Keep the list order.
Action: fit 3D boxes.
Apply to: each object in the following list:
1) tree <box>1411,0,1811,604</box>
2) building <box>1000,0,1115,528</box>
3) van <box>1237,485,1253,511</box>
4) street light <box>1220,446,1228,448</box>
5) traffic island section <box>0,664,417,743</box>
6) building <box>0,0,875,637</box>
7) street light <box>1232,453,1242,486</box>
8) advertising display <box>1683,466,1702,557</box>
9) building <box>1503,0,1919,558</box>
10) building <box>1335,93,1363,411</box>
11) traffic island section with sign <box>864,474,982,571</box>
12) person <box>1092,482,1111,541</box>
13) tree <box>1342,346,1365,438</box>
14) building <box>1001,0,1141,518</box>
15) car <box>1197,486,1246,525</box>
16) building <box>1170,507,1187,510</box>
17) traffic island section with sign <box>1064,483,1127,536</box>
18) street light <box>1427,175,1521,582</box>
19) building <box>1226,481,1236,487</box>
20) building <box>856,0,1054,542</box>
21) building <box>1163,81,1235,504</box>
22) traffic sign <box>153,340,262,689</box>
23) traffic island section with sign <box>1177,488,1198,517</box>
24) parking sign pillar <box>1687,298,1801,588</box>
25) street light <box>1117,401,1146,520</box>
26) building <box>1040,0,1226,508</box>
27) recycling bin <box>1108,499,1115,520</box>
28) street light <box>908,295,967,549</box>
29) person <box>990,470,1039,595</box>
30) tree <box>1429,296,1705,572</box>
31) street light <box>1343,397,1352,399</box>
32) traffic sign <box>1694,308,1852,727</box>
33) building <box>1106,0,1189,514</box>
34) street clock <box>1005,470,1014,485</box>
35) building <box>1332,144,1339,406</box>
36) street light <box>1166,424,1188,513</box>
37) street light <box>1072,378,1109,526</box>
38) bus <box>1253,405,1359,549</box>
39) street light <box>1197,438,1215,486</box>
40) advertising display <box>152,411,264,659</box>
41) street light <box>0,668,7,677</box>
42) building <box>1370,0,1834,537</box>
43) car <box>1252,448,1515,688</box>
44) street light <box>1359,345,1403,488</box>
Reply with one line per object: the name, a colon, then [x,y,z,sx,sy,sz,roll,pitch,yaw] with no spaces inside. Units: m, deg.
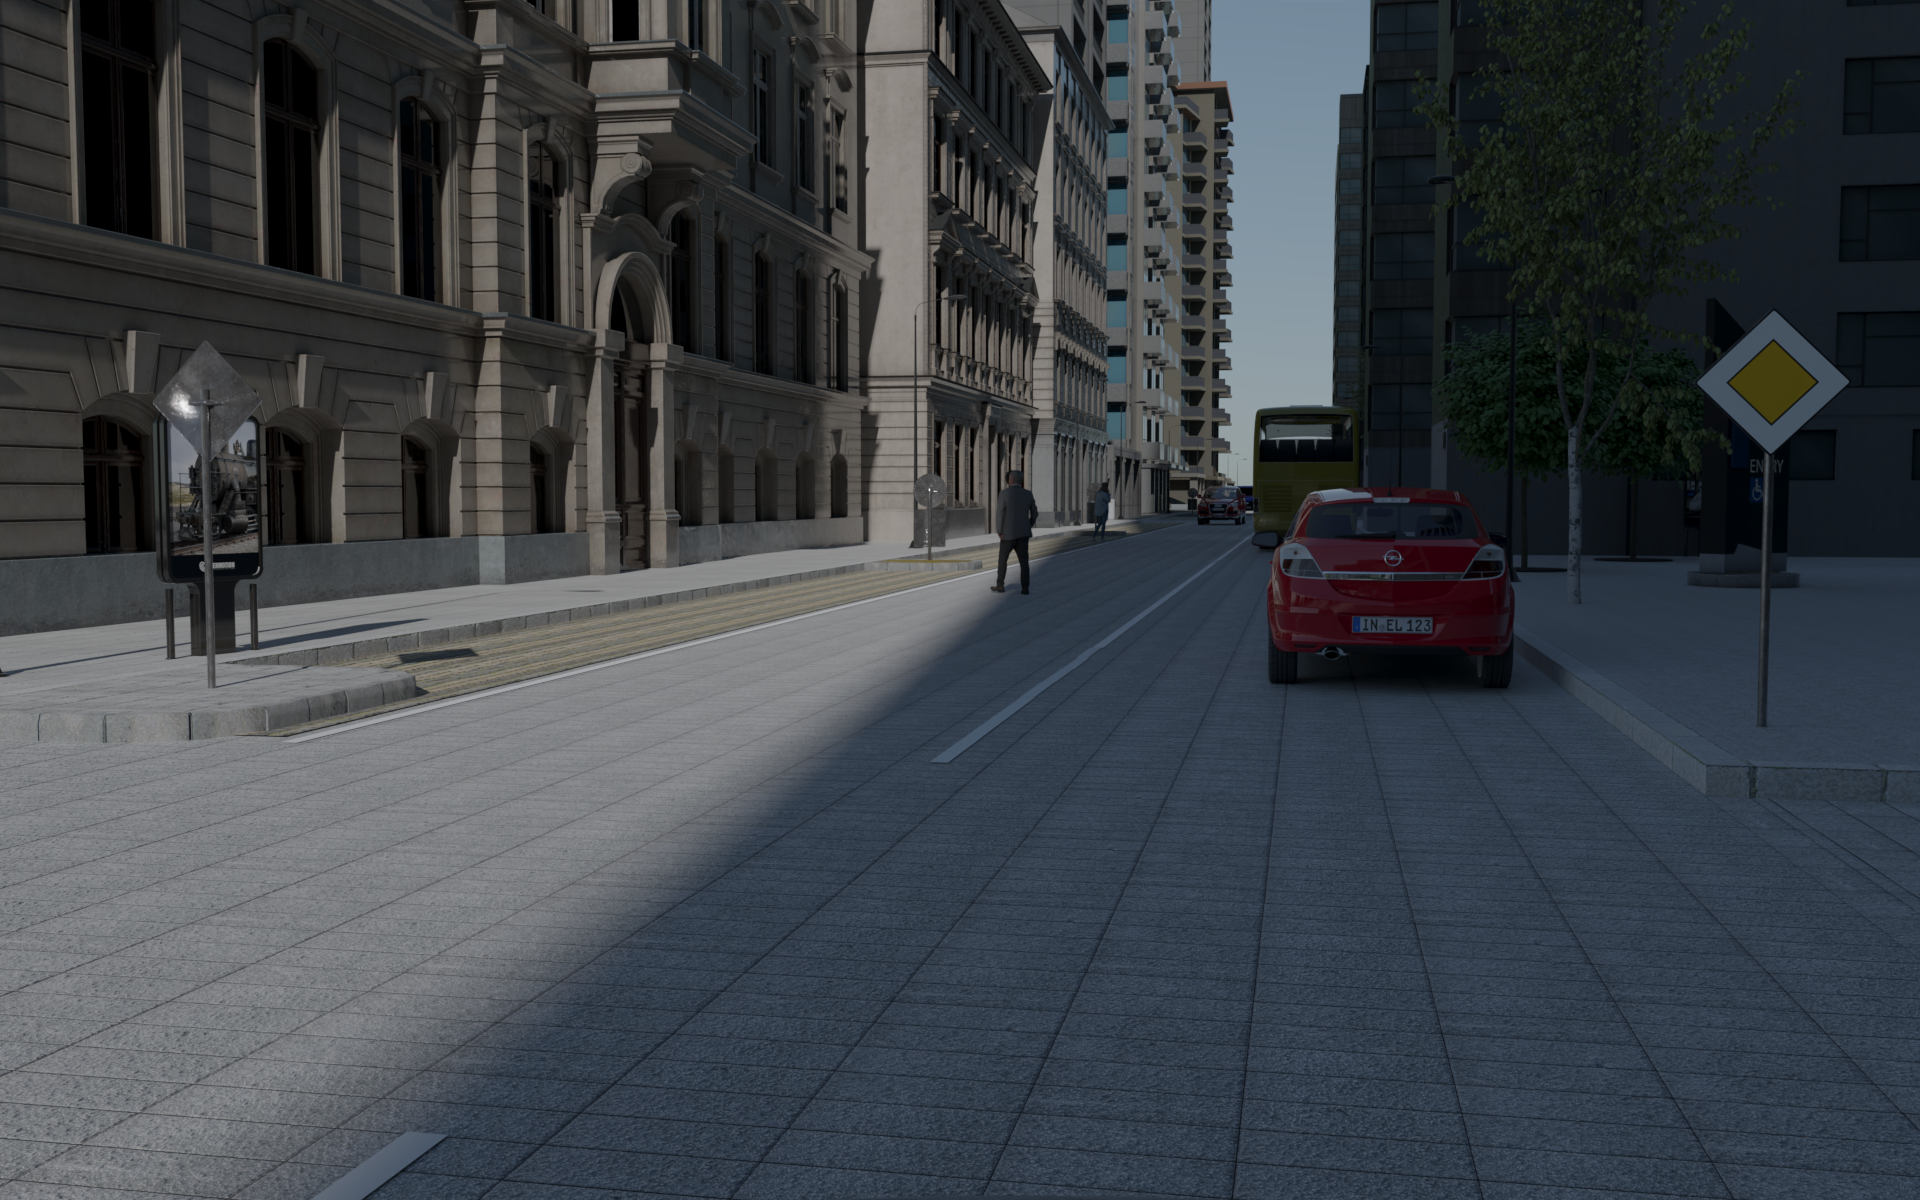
tree: [7.155,-4.246,19.786,4.737,8.622,4.395,0,3,0]
building: [0.710,-13.754,74.023,9.793,20.994,18.267,1,4,11]
van: [19.922,-7.028,119.291,2.240,2.365,5.245,1,4,12]
street light: [25.415,-12.016,169.005,1.470,5.913,1.316,1,4,11]
traffic island section: [-4.963,0.663,11.442,2.009,0.180,2.903,1,4,11]
building: [-10.936,-12.854,29.248,14.460,24.649,34.723,1,4,11]
street light: [31.238,-13.811,198.351,1.470,5.913,1.316,1,4,11]
advertising display: [15.293,-1.843,35.351,0.974,1.923,0.123,1,4,10]
building: [18.510,-16.477,41.100,14.160,30.474,14.107,1,4,11]
building: [46.107,-30.309,179.140,14.154,41.232,14.086,1,4,11]
traffic island section with sign: [-0.632,-1.485,32.914,1.989,1.847,2.006,1,4,11]
person: [4.272,-2.668,52.381,0.793,1.790,0.793,2,4,29]
tree: [19.760,-7.875,79.119,4.360,8.622,3.978,0,3,0]
building: [-0.331,-40.245,96.265,20.563,71.187,20.611,1,4,11]
car: [12.388,-4.471,81.773,2.281,1.827,5.304,1,4,13]
building: [4.937,-28.046,150.431,32.217,40.220,23.993,1,4,11]
traffic island section with sign: [4.671,-3.102,59.345,1.989,1.847,2.006,1,4,11]
street light: [7.506,-3.227,25.300,1.470,5.913,1.316,1,4,11]
building: [20.617,-33.060,232.416,32.217,40.220,23.993,1,4,11]
building: [-3.621,-11.695,55.833,10.561,19.102,19.286,1,4,11]
building: [17.329,-32.309,182.879,22.147,44.769,28.867,1,4,11]
traffic sign: [-4.938,-0.473,11.375,0.795,2.450,0.064,1,4,11]
traffic island section with sign: [14.765,-6.172,109.547,1.989,1.847,2.006,1,4,11]
parking sign pillar: [10.955,-2.180,24.116,1.447,3.967,1.447,-2,4,-28]
street light: [8.596,-6.977,86.608,1.470,5.913,1.316,1,4,11]
building: [21.510,-46.998,206.665,20.563,71.187,20.611,1,4,11]
recycling bin: [7.303,-4.485,85.886,0.722,1.027,0.722,0,4,4]
street light: [-0.516,-4.166,40.653,1.470,5.913,1.316,1,4,11]
person: [0.761,-0.984,24.981,0.661,1.777,0.834,-2,4,-28]
tree: [9.542,-2.766,28.946,4.285,4.588,4.351,0,3,0]
street light: [18.996,-6.745,82.827,1.470,5.913,1.316,1,4,11]
traffic sign: [4.415,-0.357,9.481,0.795,2.450,0.064,1,4,11]
building: [3.820,-30.757,122.487,23.786,49.044,30.456,1,4,11]
street clock: [1.624,-2.927,52.419,0.471,2.002,0.358,3,5,42]
building: [59.765,-36.848,226.169,21.300,48.544,21.600,1,4,11]
street light: [14.463,-8.734,115.346,1.470,5.913,1.316,1,4,11]
street light: [5.242,-5.925,69.414,1.470,5.913,1.316,1,4,11]
bus: [9.535,-3.444,47.864,2.896,3.916,12.252,1,4,11]
street light: [20.403,-10.537,144.824,1.470,5.913,1.316,1,4,11]
advertising display: [-5.971,-0.525,13.801,0.123,1.923,0.974,1,4,23]
street light: [-6.345,-2.404,11.848,1.470,5.913,1.316,1,4,11]
building: [22.069,-17.833,63.271,14.160,30.474,14.107,1,4,11]
car: [3.497,-0.327,14.385,2.155,1.783,4.494,1,4,11]
street light: [13.202,-4.987,54.074,1.470,5.913,1.316,1,4,11]
